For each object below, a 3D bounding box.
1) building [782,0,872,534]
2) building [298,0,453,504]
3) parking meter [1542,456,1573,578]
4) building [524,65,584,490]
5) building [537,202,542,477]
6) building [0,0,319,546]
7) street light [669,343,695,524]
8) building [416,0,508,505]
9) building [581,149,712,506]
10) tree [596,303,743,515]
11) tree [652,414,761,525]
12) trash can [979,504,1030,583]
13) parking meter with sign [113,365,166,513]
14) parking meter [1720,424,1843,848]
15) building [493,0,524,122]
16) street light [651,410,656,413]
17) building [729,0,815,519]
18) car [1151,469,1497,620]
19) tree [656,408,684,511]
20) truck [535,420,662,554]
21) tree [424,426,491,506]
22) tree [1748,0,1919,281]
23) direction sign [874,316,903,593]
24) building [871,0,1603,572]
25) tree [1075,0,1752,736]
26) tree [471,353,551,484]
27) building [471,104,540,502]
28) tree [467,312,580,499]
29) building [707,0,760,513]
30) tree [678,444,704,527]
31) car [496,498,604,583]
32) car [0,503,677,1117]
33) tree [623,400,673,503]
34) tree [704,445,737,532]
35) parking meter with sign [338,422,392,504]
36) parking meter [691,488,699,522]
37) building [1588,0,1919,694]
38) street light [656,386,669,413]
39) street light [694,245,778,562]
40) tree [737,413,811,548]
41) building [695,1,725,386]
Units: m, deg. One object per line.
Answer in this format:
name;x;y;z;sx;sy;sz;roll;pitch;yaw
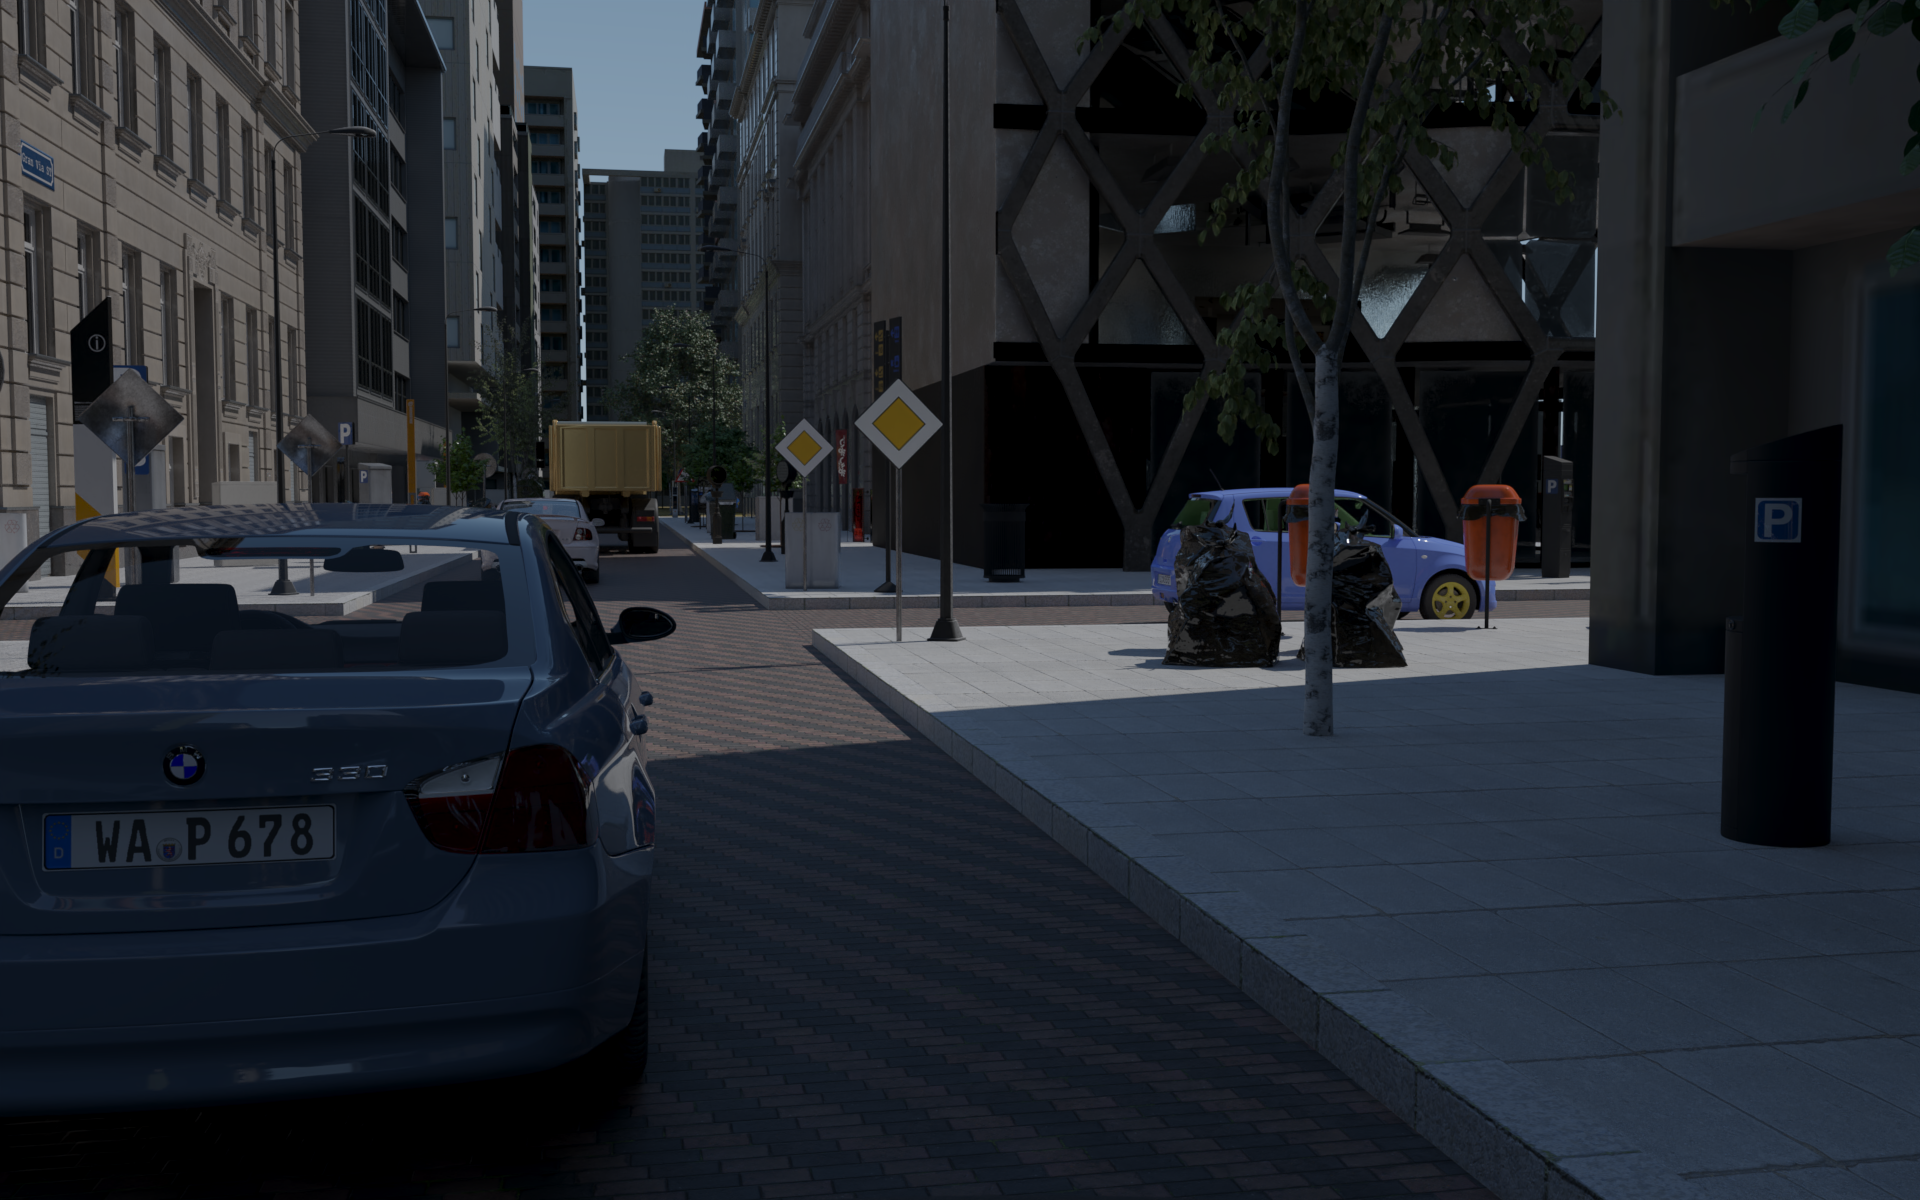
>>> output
building;1.347;-13.489;62.346;13.314;21.916;24.055;-1;4;-11
building;-27.145;-14.865;62.116;14.314;24.678;30.058;-1;4;-11
parking meter;9.143;-1.271;26.500;0.255;1.863;0.399;-2;4;-32
building;-52.157;-34.487;187.569;21.600;48.544;21.300;-1;4;-11
building;-45.594;-23.639;158.198;14.107;30.474;14.160;-1;4;-11
building;-21.297;-14.509;34.486;12.463;27.353;25.104;-1;4;-11
street light;-8.154;-4.959;53.621;1.470;5.913;1.316;-1;4;-11
building;-42.493;-31.552;105.113;28.713;52.752;27.495;-1;4;-11
building;-30.920;-30.959;198.056;23.993;40.220;32.217;-1;4;-11
tree;-16.974;-11.433;103.945;9.611;12.733;9.660;0;3;0
tree;-9.818;-5.351;71.199;4.285;4.588;4.351;0;3;0
trash can;0.646;-0.832;25.256;0.748;1.137;0.748;0;3;0
parking meter with sign;-11.423;-1.715;24.306;0.543;3.016;1.738;-1;4;-10
parking meter;3.039;0.122;6.414;0.372;1.533;0.369;0;3;0
building;-42.835;-30.030;141.105;14.600;45.320;14.200;-1;4;-11
street light;-16.441;-7.576;96.407;1.470;5.913;1.316;-1;4;-11
building;-4.424;-17.663;86.055;12.463;27.353;25.104;-1;4;-11
car;3.969;-0.569;18.892;3.694;1.707;1.945;-1;4;-10
tree;-21.495;-10.887;128.366;4.360;8.622;3.978;0;3;0
truck;-9.316;-3.004;45.044;3.469;3.379;9.791;-1;4;-13
tree;-14.109;-3.353;49.420;1.663;3.219;1.824;0;3;0
tree;3.193;-1.200;3.329;4.285;4.588;4.351;0;3;0
direction sign;-0.938;-1.868;22.546;0.379;3.537;0.876;-2;4;-25
building;7.634;-10.278;35.492;16.811;18.784;16.820;-1;4;-11
tree;2.107;-3.594;9.122;4.737;8.622;4.395;0;3;0
tree;-22.859;-8.508;89.462;4.737;8.622;4.395;0;3;0
building;-38.976;-21.771;127.661;14.160;30.474;14.107;-1;4;-11
tree;-18.011;-7.367;70.807;4.360;8.622;3.978;0;3;0
building;-6.917;-31.049;127.255;23.786;49.044;30.456;-1;4;-11
tree;-10.053;-4.422;66.903;1.663;3.219;1.824;0;3;0
car;-7.001;-1.016;28.981;2.083;1.381;4.827;-1;4;-13
car;-1.872;0.407;5.345;2.014;1.417;4.499;-1;4;-11
tree;-27.610;-13.521;155.483;7.601;10.594;8.767;-1;4;-19
tree;-7.446;-3.923;58.739;1.663;3.219;1.824;0;3;0
parking meter with sign;-14.409;-2.844;42.765;0.543;3.016;1.738;2;4;34
parking meter;-12.009;-4.289;78.539;0.372;1.533;0.369;0;3;0
building;17.188;-23.218;3.312;21.300;48.544;21.600;-1;4;-11
street light;-12.203;-6.250;74.723;1.470;5.913;1.316;-1;4;-11
street light;-4.168;-3.674;32.616;1.470;5.913;1.316;-1;4;-11
tree;-4.263;-2.876;41.623;1.663;3.219;1.824;0;3;0
building;-12.368;-30.706;156.667;22.147;44.769;28.867;-1;4;-11
